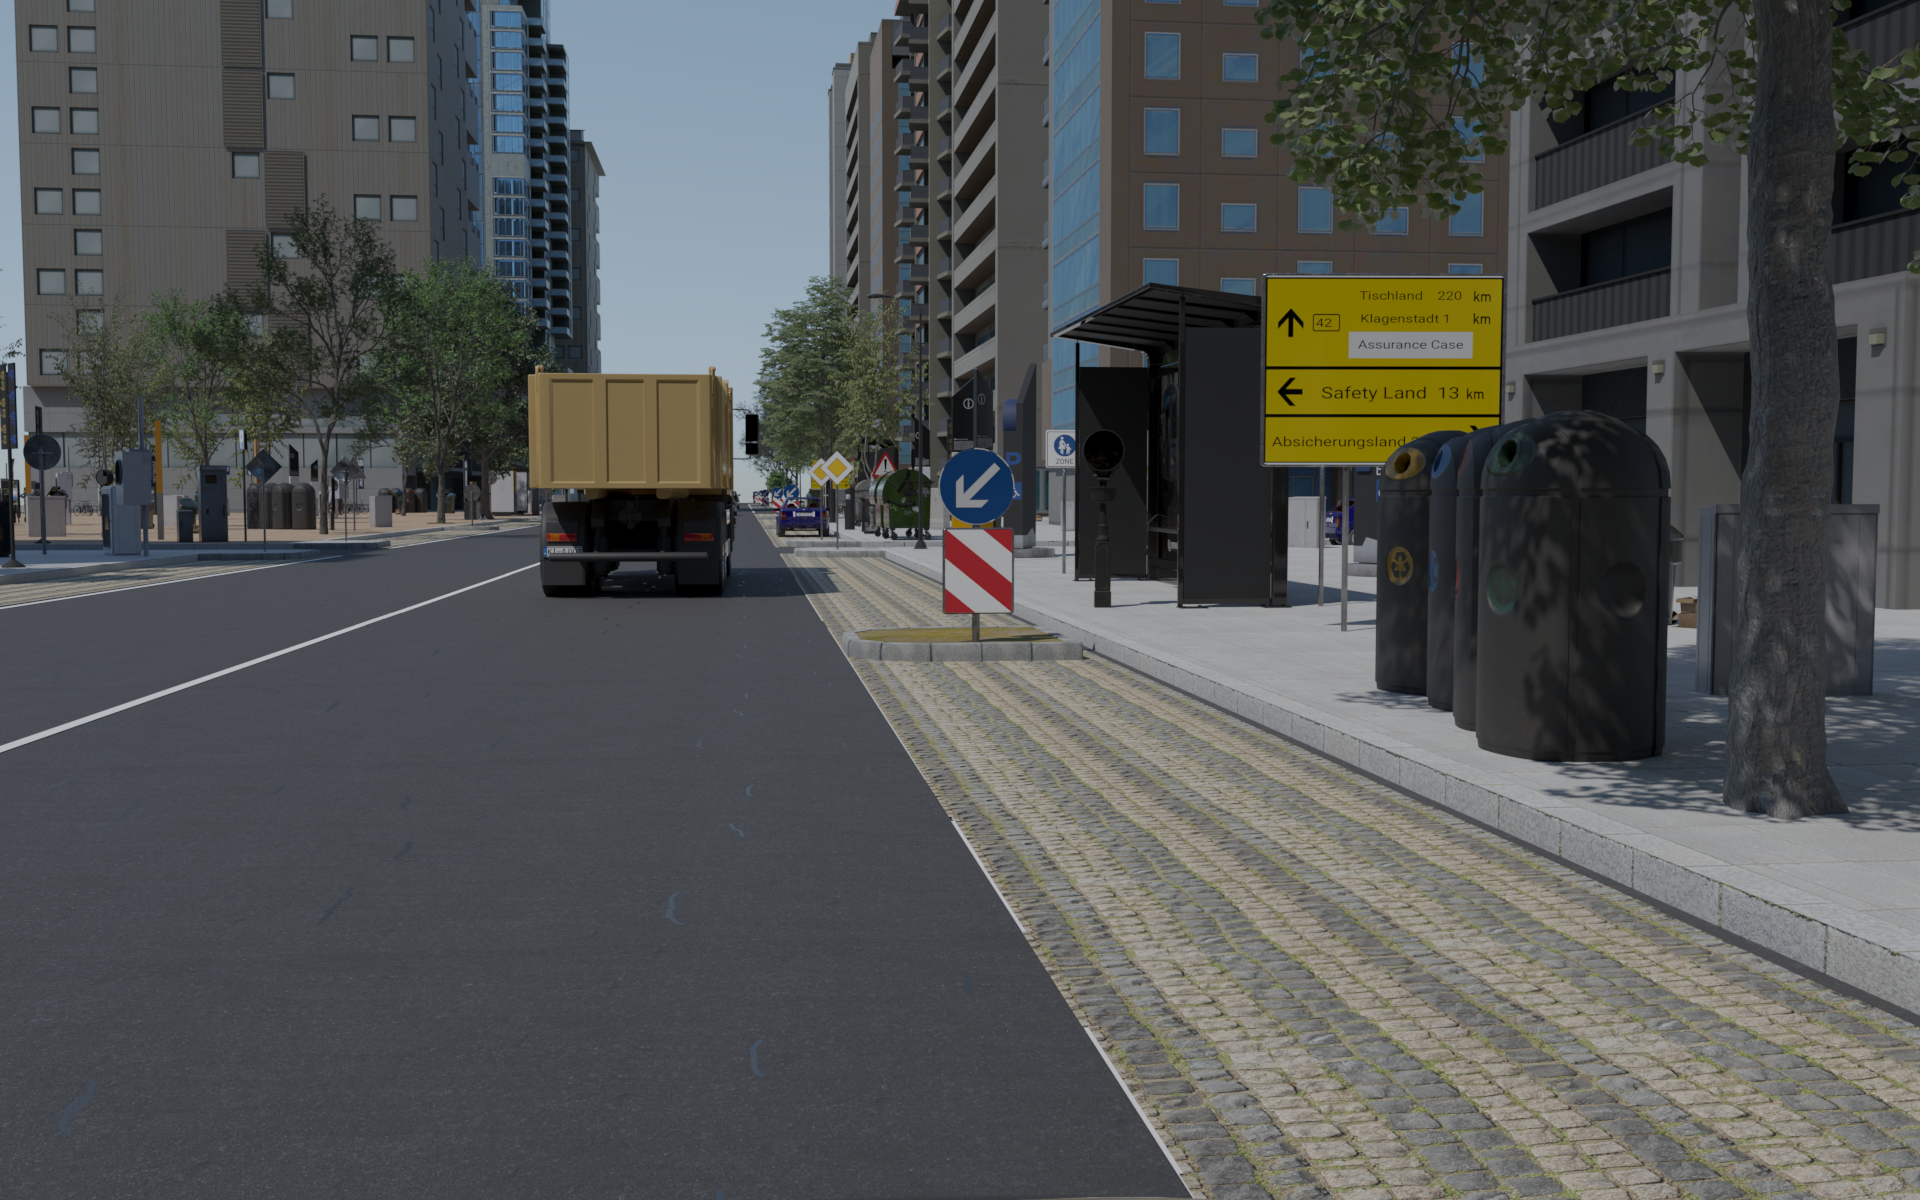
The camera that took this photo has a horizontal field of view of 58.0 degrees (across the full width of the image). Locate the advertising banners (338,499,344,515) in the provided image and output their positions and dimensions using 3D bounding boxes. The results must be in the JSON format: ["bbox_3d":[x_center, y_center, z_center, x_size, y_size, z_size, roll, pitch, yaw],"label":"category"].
[{"bbox_3d":[-37.364,-6.625,104.505,0.090,3.025,2.074,0,4,-4],"label":"advertising banners"}]

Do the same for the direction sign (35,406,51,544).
[{"bbox_3d":[-23.826,-3.235,44.883,0.379,3.537,0.876,-1,4,-19],"label":"direction sign"}]

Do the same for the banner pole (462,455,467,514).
[{"bbox_3d":[-31.918,-7.447,111.779,0.401,3.779,0.863,-2,4,-34],"label":"banner pole"}]

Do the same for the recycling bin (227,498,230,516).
[{"bbox_3d":[-43.499,-5.467,101.945,0.722,1.027,0.722,0,4,6],"label":"recycling bin"}]

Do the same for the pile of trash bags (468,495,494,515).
[{"bbox_3d":[-29.961,-6.061,108.850,1.912,1.369,3.447,-1,4,-13],"label":"pile of trash bags"}]

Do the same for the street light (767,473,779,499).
[{"bbox_3d":[-21.397,-13.833,198.707,1.470,5.913,1.316,0,4,-7],"label":"street light"}]

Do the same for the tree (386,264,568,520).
[{"bbox_3d":[-23.767,-10.384,86.787,9.611,12.733,9.660,0,3,0],"label":"tree"}]

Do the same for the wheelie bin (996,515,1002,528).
[{"bbox_3d":[0.999,-2.929,55.796,0.980,1.594,0.693,0,4,-3],"label":"wheelie bin"}]

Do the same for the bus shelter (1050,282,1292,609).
[{"bbox_3d":[2.565,-1.906,22.448,1.731,3.624,6.357,0,4,-7],"label":"bus shelter"}]

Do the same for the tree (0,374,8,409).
[{"bbox_3d":[-16.660,-2.649,27.025,4.285,4.588,4.351,0,3,0],"label":"tree"}]

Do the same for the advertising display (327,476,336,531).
[{"bbox_3d":[-22.219,-3.427,61.241,0.123,1.923,0.974,-2,4,-27],"label":"advertising display"}]

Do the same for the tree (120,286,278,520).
[{"bbox_3d":[-38.183,-9.890,87.450,9.928,11.665,9.643,0,3,0],"label":"tree"}]

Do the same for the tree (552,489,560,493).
[{"bbox_3d":[-27.383,-7.450,116.410,1.663,3.219,1.824,0,3,0],"label":"tree"}]

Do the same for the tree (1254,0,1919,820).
[{"bbox_3d":[2.955,-5.428,6.868,7.486,12.596,7.792,0,3,0],"label":"tree"}]

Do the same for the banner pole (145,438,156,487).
[{"bbox_3d":[-36.323,-5.372,77.854,0.401,3.779,0.863,3,5,41],"label":"banner pole"}]

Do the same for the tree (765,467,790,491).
[{"bbox_3d":[-21.783,-13.683,207.435,4.285,4.588,4.351,0,3,0],"label":"tree"}]

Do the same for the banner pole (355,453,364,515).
[{"bbox_3d":[-36.625,-7.068,105.580,0.863,3.779,0.401,2,4,26],"label":"banner pole"}]

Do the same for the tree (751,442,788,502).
[{"bbox_3d":[-29.488,-21.257,273.302,9.928,11.665,9.643,0,3,0],"label":"tree"}]

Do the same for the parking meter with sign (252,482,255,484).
[{"bbox_3d":[-45.809,-7.085,112.098,0.543,3.016,1.738,-2,4,-23],"label":"parking meter with sign"}]

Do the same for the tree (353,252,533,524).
[{"bbox_3d":[-22.380,-9.103,74.596,9.928,11.665,9.643,0,3,0],"label":"tree"}]

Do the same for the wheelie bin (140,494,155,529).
[{"bbox_3d":[-29.978,-3.399,63.483,0.693,1.594,0.980,0,4,-2],"label":"wheelie bin"}]

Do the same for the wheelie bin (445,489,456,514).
[{"bbox_3d":[-33.579,-6.474,113.762,0.980,1.594,0.693,1,4,11],"label":"wheelie bin"}]

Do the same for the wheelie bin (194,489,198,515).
[{"bbox_3d":[-45.862,-5.920,104.699,0.693,1.594,0.980,2,4,28],"label":"wheelie bin"}]

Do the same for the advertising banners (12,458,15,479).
[{"bbox_3d":[-46.374,-5.381,84.167,0.090,3.025,2.074,0,4,-4],"label":"advertising banners"}]

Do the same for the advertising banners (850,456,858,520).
[{"bbox_3d":[-4.651,-5.129,80.053,0.090,3.025,2.074,-2,4,-26],"label":"advertising banners"}]

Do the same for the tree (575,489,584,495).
[{"bbox_3d":[-30.992,-9.078,143.021,1.663,3.219,1.824,0,3,0],"label":"tree"}]

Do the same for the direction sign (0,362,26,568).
[{"bbox_3d":[-16.547,-2.335,30.171,0.379,3.537,0.876,-3,5,-44],"label":"direction sign"}]

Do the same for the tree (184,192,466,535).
[{"bbox_3d":[-20.199,-7.338,54.383,8.767,10.594,7.601,0,4,-7],"label":"tree"}]

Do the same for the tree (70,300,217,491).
[{"bbox_3d":[-32.195,-7.114,66.676,4.737,8.622,4.395,0,3,0],"label":"tree"}]

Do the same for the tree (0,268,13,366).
[{"bbox_3d":[-30.623,-6.241,52.409,4.360,8.622,3.978,0,3,0],"label":"tree"}]

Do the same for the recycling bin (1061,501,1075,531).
[{"bbox_3d":[3.900,-2.899,59.956,0.722,1.027,0.722,0,4,-7],"label":"recycling bin"}]

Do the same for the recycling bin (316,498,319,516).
[{"bbox_3d":[-37.651,-5.374,100.412,0.722,1.027,0.722,1,4,9],"label":"recycling bin"}]

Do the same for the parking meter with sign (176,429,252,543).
[{"bbox_3d":[-20.006,-3.061,46.302,1.738,3.016,0.543,-2,4,-34],"label":"parking meter with sign"}]

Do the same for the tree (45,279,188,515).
[{"bbox_3d":[-29.459,-6.717,60.191,4.360,8.622,3.978,0,3,0],"label":"tree"}]

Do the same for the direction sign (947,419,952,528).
[{"bbox_3d":[-0.225,-3.701,52.500,0.379,3.537,0.876,1,4,20],"label":"direction sign"}]

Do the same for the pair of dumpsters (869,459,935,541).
[{"bbox_3d":[-1.668,-2.892,49.779,1.574,2.255,4.437,0,4,-7],"label":"pair of dumpsters"}]

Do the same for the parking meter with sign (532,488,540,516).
[{"bbox_3d":[-25.568,-6.607,104.289,0.543,3.016,1.738,-1,4,-12],"label":"parking meter with sign"}]

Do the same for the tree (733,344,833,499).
[{"bbox_3d":[-13.377,-14.072,140.441,12.009,13.543,11.850,0,3,0],"label":"tree"}]

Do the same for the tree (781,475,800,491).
[{"bbox_3d":[-19.522,-12.331,196.213,1.663,3.219,1.824,0,3,0],"label":"tree"}]

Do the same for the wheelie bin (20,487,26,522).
[{"bbox_3d":[-42.164,-4.328,78.665,0.980,1.594,0.693,-1,4,-20],"label":"wheelie bin"}]

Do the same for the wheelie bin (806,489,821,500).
[{"bbox_3d":[-8.502,-5.657,100.407,0.980,1.594,0.693,-2,4,-34],"label":"wheelie bin"}]

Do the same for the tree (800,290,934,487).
[{"bbox_3d":[-3.136,-6.923,63.546,4.737,8.622,4.395,0,3,0],"label":"tree"}]

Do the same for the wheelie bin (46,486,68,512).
[{"bbox_3d":[-36.380,-3.786,69.804,0.693,1.594,0.980,0,4,-2],"label":"wheelie bin"}]

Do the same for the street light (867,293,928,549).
[{"bbox_3d":[-1.456,-4.141,40.251,1.470,5.913,1.316,0,4,-7],"label":"street light"}]

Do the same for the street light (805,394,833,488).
[{"bbox_3d":[-6.519,-6.609,80.598,1.470,5.913,1.316,0,4,-7],"label":"street light"}]

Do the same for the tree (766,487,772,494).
[{"bbox_3d":[-27.135,-15.566,249.108,1.663,3.219,1.824,0,3,0],"label":"tree"}]

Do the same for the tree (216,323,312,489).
[{"bbox_3d":[-30.398,-7.636,75.205,4.737,8.622,4.395,0,3,0],"label":"tree"}]

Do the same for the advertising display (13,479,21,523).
[{"bbox_3d":[-41.862,-4.357,76.450,0.974,1.923,0.123,2,4,24],"label":"advertising display"}]
